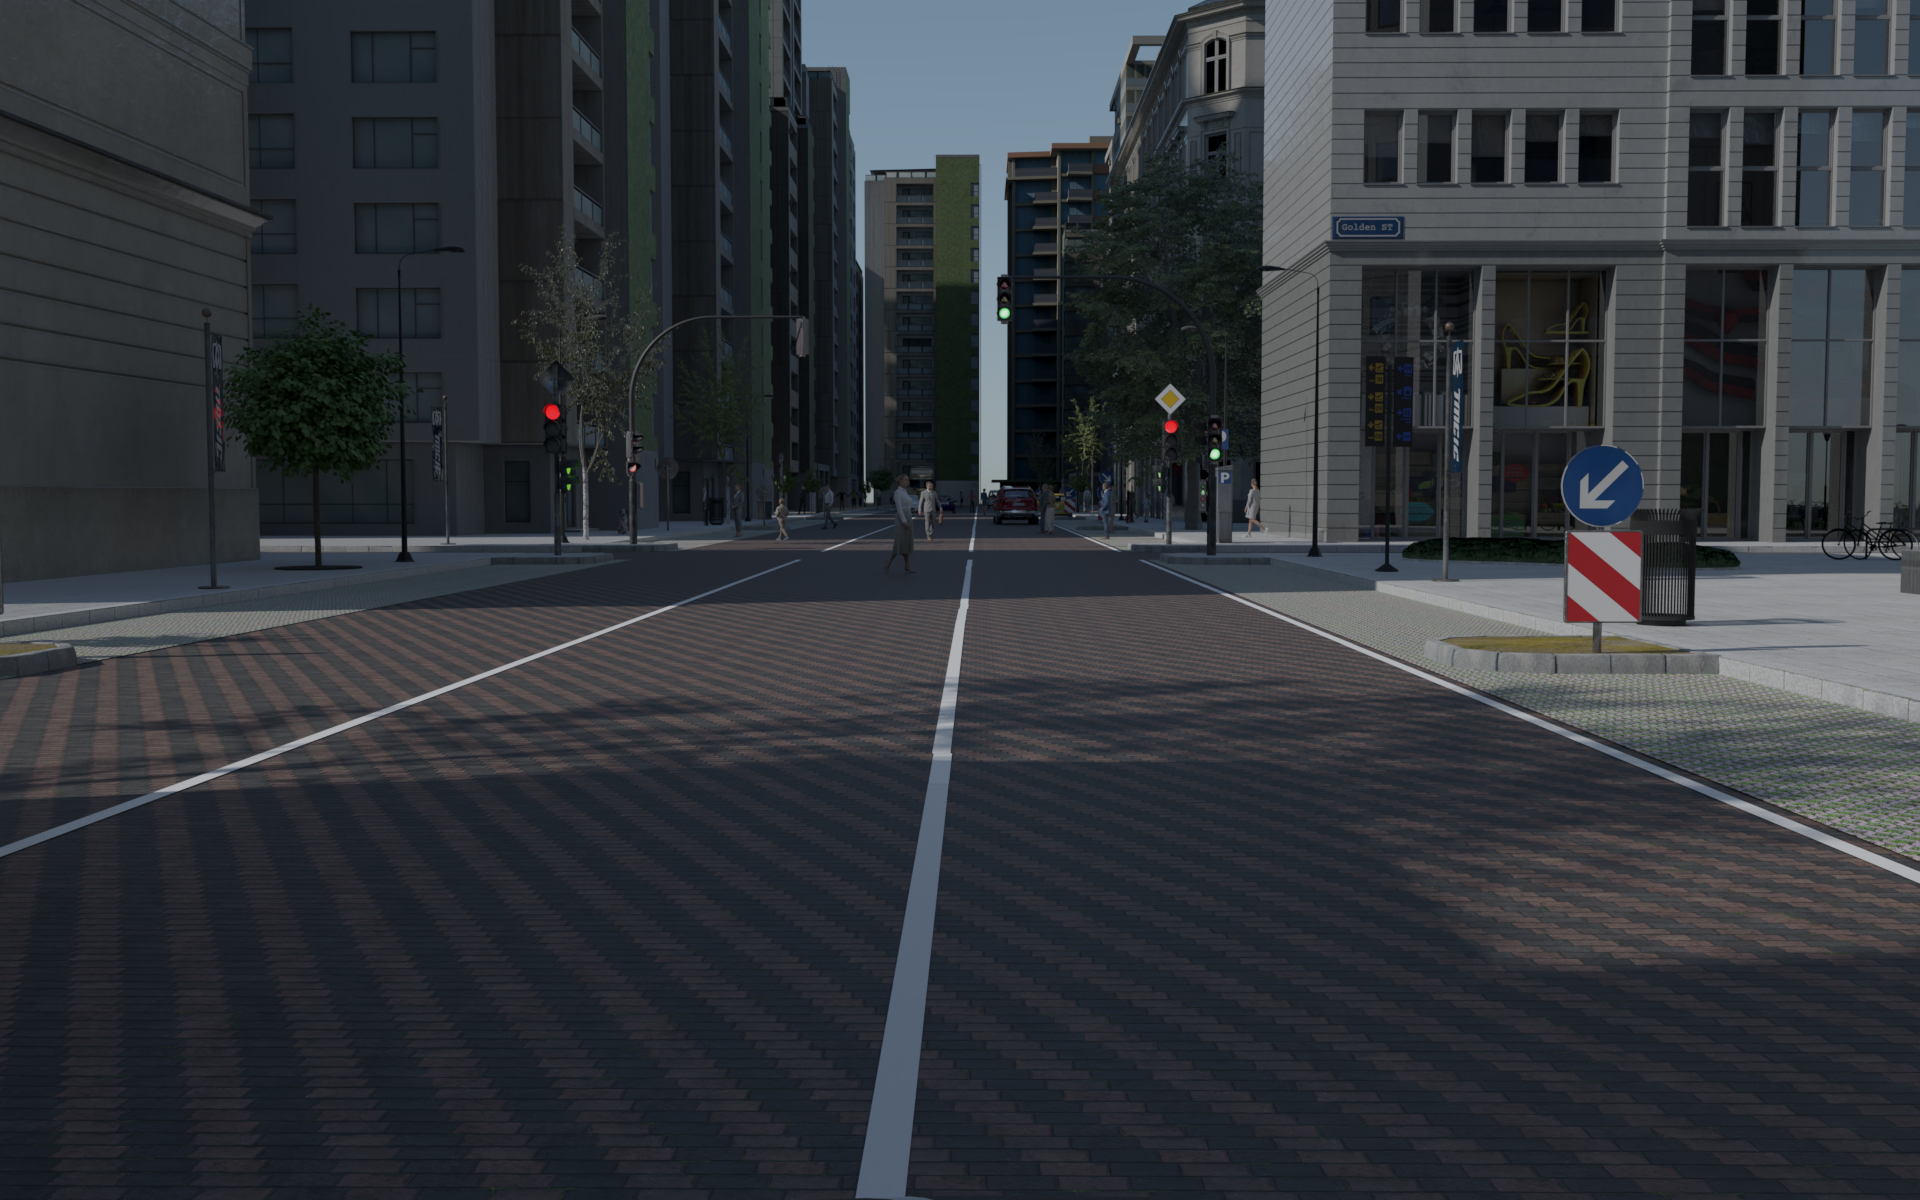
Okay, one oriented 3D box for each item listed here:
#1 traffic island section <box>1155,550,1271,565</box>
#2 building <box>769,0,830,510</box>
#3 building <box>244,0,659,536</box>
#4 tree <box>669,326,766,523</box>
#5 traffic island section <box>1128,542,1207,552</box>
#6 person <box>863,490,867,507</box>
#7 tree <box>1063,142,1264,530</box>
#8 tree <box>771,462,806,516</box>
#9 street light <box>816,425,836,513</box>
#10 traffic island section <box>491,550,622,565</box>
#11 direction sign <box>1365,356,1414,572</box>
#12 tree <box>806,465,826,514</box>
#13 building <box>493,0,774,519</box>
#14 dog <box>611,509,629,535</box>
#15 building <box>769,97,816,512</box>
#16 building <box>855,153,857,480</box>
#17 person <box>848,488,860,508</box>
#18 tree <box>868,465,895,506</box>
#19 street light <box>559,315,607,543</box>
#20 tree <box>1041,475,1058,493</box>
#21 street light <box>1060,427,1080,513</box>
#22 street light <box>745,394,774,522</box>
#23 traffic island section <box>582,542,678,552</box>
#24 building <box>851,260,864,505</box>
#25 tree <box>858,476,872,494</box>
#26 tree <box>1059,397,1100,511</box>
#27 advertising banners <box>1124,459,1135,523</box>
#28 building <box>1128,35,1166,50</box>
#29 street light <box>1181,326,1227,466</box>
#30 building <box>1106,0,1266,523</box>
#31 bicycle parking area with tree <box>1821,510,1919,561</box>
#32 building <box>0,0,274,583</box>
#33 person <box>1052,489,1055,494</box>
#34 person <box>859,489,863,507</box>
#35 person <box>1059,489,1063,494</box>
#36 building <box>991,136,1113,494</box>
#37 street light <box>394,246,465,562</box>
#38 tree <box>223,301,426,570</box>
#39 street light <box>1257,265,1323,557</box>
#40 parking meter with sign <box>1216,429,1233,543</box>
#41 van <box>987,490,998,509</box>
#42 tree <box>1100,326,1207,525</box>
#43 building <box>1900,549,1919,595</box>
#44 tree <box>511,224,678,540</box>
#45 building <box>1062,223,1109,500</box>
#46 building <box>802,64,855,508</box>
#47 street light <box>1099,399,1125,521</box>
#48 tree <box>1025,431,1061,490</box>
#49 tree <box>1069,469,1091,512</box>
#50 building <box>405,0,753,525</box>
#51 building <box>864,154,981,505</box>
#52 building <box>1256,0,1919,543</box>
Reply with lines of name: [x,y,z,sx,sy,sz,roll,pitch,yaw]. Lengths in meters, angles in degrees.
traffic island section: [5.270,-0.854,36.240,2.009,0.180,2.903,0,4,1]
building: [-21.502,-43.101,142.954,20.563,71.187,20.611,0,4,1]
building: [-18.559,-22.897,57.958,14.154,41.232,14.086,0,4,1]
tree: [-10.236,-7.629,75.093,4.737,8.622,4.395,0,3,0]
traffic island section: [5.358,-1.342,44.225,2.009,0.180,2.903,0,4,1]
person: [-9.250,-9.991,170.218,0.721,1.723,1.217,0,4,5]
tree: [8.309,-9.494,61.881,9.857,13.997,8.962,0,3,0]
tree: [-10.539,-6.639,103.142,1.663,3.219,1.824,0,3,0]
street light: [-9.035,-8.802,116.451,1.470,5.913,1.316,0,4,1]
traffic island section: [-8.470,-0.863,36.396,2.009,0.180,2.903,0,4,1]
direction sign: [7.066,-2.236,28.560,0.876,3.537,0.379,-1,4,-18]
tree: [-9.841,-7.322,114.314,1.663,3.219,1.824,0,3,0]
building: [-19.424,-25.877,106.690,14.154,41.232,14.086,0,4,1]
dog: [-10.835,-2.492,55.126,0.513,0.831,0.800,3,4,38]
building: [-18.252,-21.698,126.456,14.160,30.474,14.107,0,4,1]
building: [-18.341,-30.749,186.333,14.086,41.232,14.154,0,4,1]
person: [-9.839,-9.440,160.475,1.348,1.812,0.705,1,4,17]
tree: [-8.875,-12.888,194.439,4.285,4.588,4.351,0,3,0]
street light: [-9.854,-4.440,45.142,1.470,5.913,1.316,0,4,1]
tree: [9.208,-11.031,174.960,1.663,3.219,1.824,0,3,0]
street light: [7.573,-8.972,119.237,1.470,5.913,1.316,0,4,1]
street light: [-9.387,-6.627,80.895,1.470,5.913,1.316,0,4,1]
traffic island section: [-8.382,-1.352,44.380,2.009,0.180,2.903,0,4,1]
building: [-19.071,-26.927,211.956,14.107,30.474,14.160,0,4,1]
tree: [-9.646,-11.360,180.339,1.663,3.219,1.824,0,3,0]
tree: [9.198,-10.851,127.776,4.737,8.622,4.395,0,3,0]
advertising banners: [7.388,-4.875,75.896,0.090,3.025,2.074,1,4,18]
building: [25.414,-27.546,142.266,32.217,40.220,23.993,0,4,1]
street light: [6.827,-4.622,48.110,1.470,5.913,1.316,0,4,1]
building: [18.222,-19.579,96.533,17.030,29.872,44.131,0,4,1]
bicycle parking area with tree: [21.066,-2.678,30.790,9.016,4.147,8.231,0,4,6]
building: [-27.958,-11.786,25.989,30.059,22.955,16.112,0,4,1]
person: [8.732,-9.489,161.913,1.217,1.743,0.721,3,5,42]
person: [-10.021,-10.326,174.860,0.705,1.826,1.348,0,4,8]
person: [8.692,-8.589,147.203,0.721,1.736,1.217,2,4,26]
building: [18.353,-34.253,214.654,28.867,44.769,22.147,0,4,1]
street light: [-9.955,-3.670,32.547,1.470,5.913,1.316,0,4,1]
tree: [-10.954,-2.812,29.686,4.285,4.588,4.351,0,3,0]
street light: [6.731,-3.840,35.326,1.470,5.913,1.316,0,4,1]
parking meter with sign: [6.944,-3.033,45.855,0.543,3.016,1.738,0,4,1]
van: [3.540,-10.094,172.045,2.013,2.044,4.112,0,4,1]
tree: [8.581,-7.446,72.106,4.737,8.622,4.395,0,3,0]
building: [21.745,-28.603,9.665,21.231,58.520,28.212,0,4,1]
tree: [-10.210,-5.982,48.171,4.360,8.622,3.978,0,3,0]
building: [17.880,-25.328,185.819,14.160,30.474,14.107,0,4,1]
building: [-17.681,-29.208,161.143,14.154,41.232,14.086,0,4,1]
street light: [7.270,-6.797,83.665,1.470,5.913,1.316,0,4,1]
tree: [9.118,-15.048,196.402,4.360,8.622,3.978,0,3,0]
tree: [8.833,-7.864,123.183,1.663,3.219,1.824,0,3,0]
building: [-17.482,-24.507,84.278,14.154,41.232,14.086,0,4,1]
building: [-4.468,-32.284,211.432,14.086,41.232,14.154,0,4,1]
building: [24.533,-16.692,50.400,29.804,29.767,11.434,0,4,1]
